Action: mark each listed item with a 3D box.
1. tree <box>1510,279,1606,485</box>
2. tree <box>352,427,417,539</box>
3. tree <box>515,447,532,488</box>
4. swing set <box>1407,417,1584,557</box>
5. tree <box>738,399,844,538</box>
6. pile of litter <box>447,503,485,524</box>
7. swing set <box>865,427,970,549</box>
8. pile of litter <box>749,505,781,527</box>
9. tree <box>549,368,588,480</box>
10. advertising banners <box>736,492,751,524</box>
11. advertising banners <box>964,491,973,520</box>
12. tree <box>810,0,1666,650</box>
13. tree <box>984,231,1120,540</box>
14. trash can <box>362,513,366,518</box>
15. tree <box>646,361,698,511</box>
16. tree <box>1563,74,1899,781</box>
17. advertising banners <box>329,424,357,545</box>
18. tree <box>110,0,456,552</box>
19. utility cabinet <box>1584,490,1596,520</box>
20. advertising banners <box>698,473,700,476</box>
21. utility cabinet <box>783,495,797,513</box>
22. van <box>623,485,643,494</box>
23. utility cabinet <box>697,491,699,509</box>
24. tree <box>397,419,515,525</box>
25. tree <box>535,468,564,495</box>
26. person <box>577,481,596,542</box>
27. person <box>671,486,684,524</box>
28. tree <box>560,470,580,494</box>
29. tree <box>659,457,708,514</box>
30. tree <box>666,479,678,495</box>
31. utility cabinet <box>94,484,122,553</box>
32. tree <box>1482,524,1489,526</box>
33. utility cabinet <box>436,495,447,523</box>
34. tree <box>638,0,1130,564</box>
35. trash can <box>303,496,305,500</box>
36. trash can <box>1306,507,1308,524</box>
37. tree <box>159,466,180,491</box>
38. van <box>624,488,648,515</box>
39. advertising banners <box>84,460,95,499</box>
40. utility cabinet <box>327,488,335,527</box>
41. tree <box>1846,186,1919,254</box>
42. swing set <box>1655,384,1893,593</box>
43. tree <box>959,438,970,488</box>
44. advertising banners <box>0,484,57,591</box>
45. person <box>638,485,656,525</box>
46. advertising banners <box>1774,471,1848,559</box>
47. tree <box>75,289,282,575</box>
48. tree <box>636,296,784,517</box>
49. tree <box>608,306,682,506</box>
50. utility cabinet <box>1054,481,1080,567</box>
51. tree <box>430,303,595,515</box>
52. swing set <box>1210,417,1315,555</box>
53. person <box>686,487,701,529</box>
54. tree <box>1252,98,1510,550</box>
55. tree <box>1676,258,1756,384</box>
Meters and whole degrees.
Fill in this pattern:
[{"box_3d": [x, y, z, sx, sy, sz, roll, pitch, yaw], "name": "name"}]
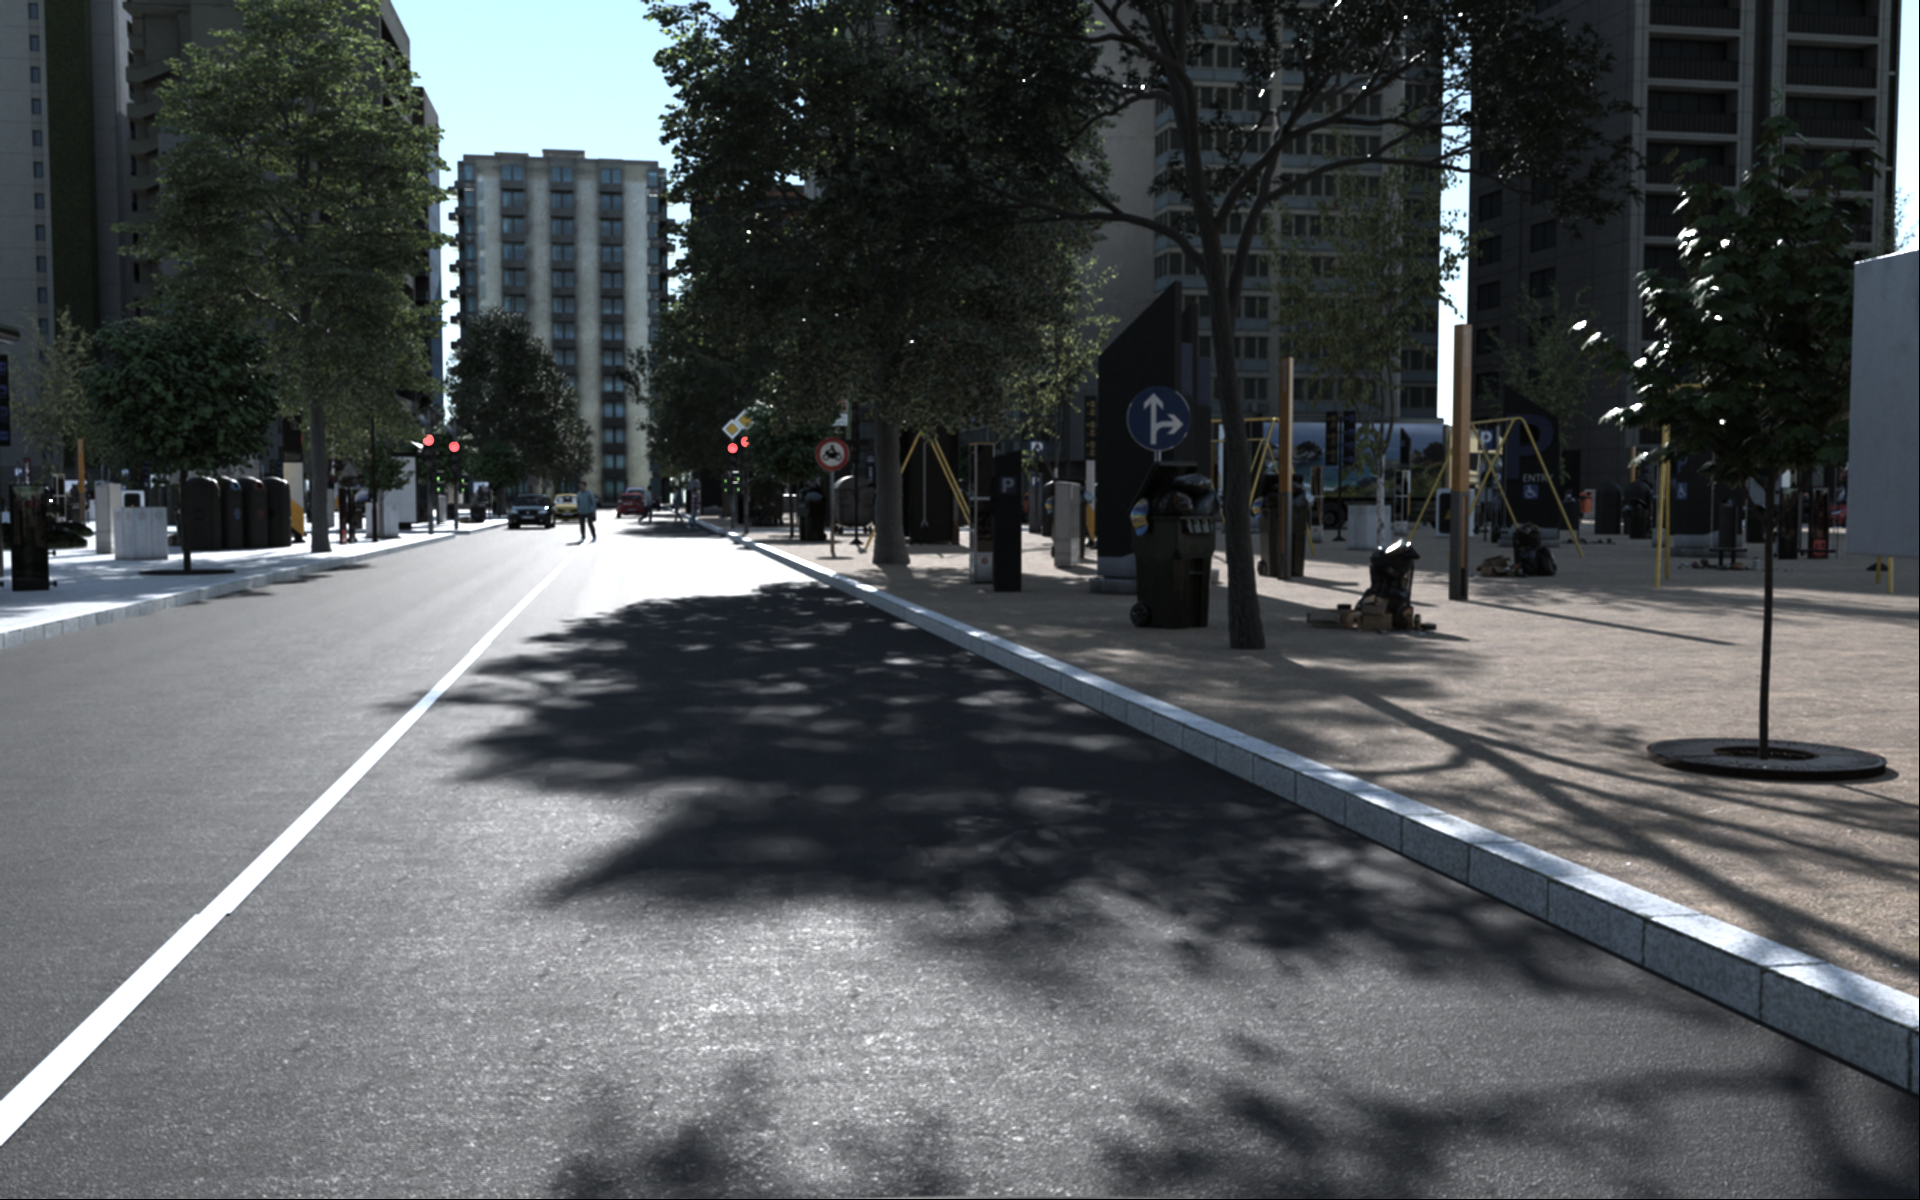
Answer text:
[{"box_3d": [19.911, -6.624, 58.666, 4.737, 8.622, 4.395, 0, 3, 0], "name": "tree"}, {"box_3d": [-16.599, -3.374, 49.764, 1.663, 3.219, 1.824, 0, 3, 0], "name": "tree"}, {"box_3d": [-24.865, -6.722, 93.626, 4.285, 4.588, 4.351, 0, 3, 0], "name": "tree"}, {"box_3d": [11.174, -2.383, 36.587, 2.862, 2.851, 3.119, 0, 4, -4], "name": "swing set"}, {"box_3d": [-4.985, -4.162, 51.767, 4.285, 4.588, 4.351, 0, 3, 0], "name": "tree"}, {"box_3d": [-21.558, -3.800, 76.097, 1.176, 0.858, 1.719, 2, 4, 23], "name": "pile of litter"}, {"box_3d": [-0.856, -2.690, 41.598, 2.862, 2.851, 3.119, 0, 4, -3], "name": "swing set"}, {"box_3d": [-7.871, -3.341, 68.596, 1.719, 0.858, 1.176, 2, 4, 35], "name": "pile of litter"}, {"box_3d": [-36.542, -14.313, 152.146, 7.486, 12.596, 7.792, 0, 3, 0], "name": "tree"}, {"box_3d": [-8.761, -4.828, 75.119, 2.074, 3.025, 0.090, -2, 4, -32], "name": "advertising banners"}, {"box_3d": [-0.244, -5.376, 84.084, 2.074, 3.025, 0.090, -2, 4, -25], "name": "advertising banners"}, {"box_3d": [2.197, -4.891, 14.382, 8.767, 10.594, 7.601, -3, 4, -38], "name": "tree"}, {"box_3d": [2.454, -5.996, 48.403, 4.360, 8.622, 3.978, 0, 3, 0], "name": "tree"}, {"box_3d": [-32.219, -5.034, 93.966, 0.748, 1.137, 0.748, 0, 3, 0], "name": "trash can"}, {"box_3d": [-19.355, -12.874, 128.619, 7.486, 12.596, 7.792, 0, 3, 0], "name": "tree"}, {"box_3d": [3.688, -0.828, 8.147, 1.663, 3.219, 1.824, 0, 3, 0], "name": "tree"}, {"box_3d": [-15.734, -2.932, 44.131, 0.090, 3.025, 2.074, 0, 4, -3], "name": "advertising banners"}, {"box_3d": [-14.385, -7.309, 37.624, 7.486, 12.596, 7.792, 0, 3, 0], "name": "tree"}, {"box_3d": [31.425, -4.696, 85.458, 1.173, 1.500, 0.318, 2, 4, 35], "name": "utility cabinet"}, {"box_3d": [-20.054, -8.740, 139.079, 2.074, 3.025, 0.090, -1, 4, -19], "name": "advertising banners"}, {"box_3d": [-11.679, -6.576, 118.676, 1.020, 1.237, 0.306, -2, 4, -24], "name": "utility cabinet"}, {"box_3d": [-29.760, -9.433, 158.608, 2.240, 2.365, 5.245, -1, 4, -10], "name": "van"}, {"box_3d": [-20.389, -7.780, 135.877, 0.318, 1.500, 1.173, 1, 4, 23], "name": "utility cabinet"}, {"box_3d": [-21.527, -5.373, 71.564, 4.285, 4.588, 4.351, 0, 3, 0], "name": "tree"}, {"box_3d": [-34.439, -11.824, 143.678, 4.737, 8.622, 4.395, 0, 3, 0], "name": "tree"}, {"box_3d": [-11.166, -2.651, 51.869, 0.660, 1.820, 0.620, 1, 4, 15], "name": "person"}, {"box_3d": [-13.397, -4.506, 82.202, 0.654, 1.822, 0.581, -2, 4, -27], "name": "person"}, {"box_3d": [-45.755, -15.422, 202.504, 4.360, 8.622, 3.978, 0, 3, 0], "name": "tree"}, {"box_3d": [-16.800, -9.879, 111.880, 4.737, 8.622, 4.395, 0, 3, 0], "name": "tree"}, {"box_3d": [-33.541, -12.730, 202.734, 1.663, 3.219, 1.824, 0, 3, 0], "name": "tree"}, {"box_3d": [-18.473, -1.766, 37.560, 0.318, 1.500, 1.173, -1, 4, -15], "name": "utility cabinet"}, {"box_3d": [21.176, -4.657, 70.737, 1.663, 3.219, 1.824, 0, 3, 0], "name": "tree"}, {"box_3d": [-22.936, -4.004, 76.630, 0.306, 1.237, 1.020, 0, 4, -7], "name": "utility cabinet"}, {"box_3d": [-1.268, -7.637, 31.524, 9.857, 13.997, 8.962, 0, 3, 0], "name": "tree"}, {"box_3d": [-44.074, -6.363, 115.683, 0.748, 1.137, 0.748, 0, 3, 0], "name": "trash can"}, {"box_3d": [11.529, -2.891, 58.926, 0.748, 1.137, 0.748, 0, 3, 0], "name": "trash can"}, {"box_3d": [-22.040, -3.382, 49.901, 1.663, 3.219, 1.824, 0, 3, 0], "name": "tree"}, {"box_3d": [-22.496, -6.934, 120.378, 2.013, 2.044, 4.112, -1, 4, -10], "name": "van"}, {"box_3d": [-44.214, -5.641, 88.418, 0.090, 3.025, 2.074, 1, 4, 14], "name": "advertising banners"}, {"box_3d": [-24.316, -3.546, 66.650, 0.318, 1.500, 1.173, -2, 4, -29], "name": "utility cabinet"}, {"box_3d": [22.694, -5.560, 41.275, 4.360, 8.622, 3.978, 0, 3, 0], "name": "tree"}, {"box_3d": [11.280, -1.632, 24.306, 3.119, 2.851, 2.862, 2, 4, 25], "name": "swing set"}, {"box_3d": [-0.895, -6.874, 96.099, 4.285, 4.588, 4.351, 0, 3, 0], "name": "tree"}, {"box_3d": [-12.825, -1.603, 22.389, 0.090, 3.025, 2.074, 3, 5, 41], "name": "advertising banners"}, {"box_3d": [-14.652, -4.445, 81.027, 0.795, 1.843, 0.661, -2, 4, -30], "name": "person"}, {"box_3d": [16.993, -2.329, 34.265, 2.074, 3.025, 0.090, -1, 4, -19], "name": "advertising banners"}, {"box_3d": [-12.563, -2.713, 28.072, 4.285, 4.588, 4.351, 0, 3, 0], "name": "tree"}, {"box_3d": [-13.155, -10.977, 96.484, 9.611, 12.733, 9.660, 0, 3, 0], "name": "tree"}, {"box_3d": [-29.524, -19.629, 176.817, 12.611, 20.169, 13.585, 0, 3, 0], "name": "tree"}, {"box_3d": [1.912, -1.342, 30.624, 0.318, 1.500, 1.173, 1, 4, 12], "name": "utility cabinet"}, {"box_3d": [-27.540, -11.439, 104.043, 9.611, 12.733, 9.660, 0, 3, 0], "name": "tree"}, {"box_3d": [5.536, -2.361, 36.220, 2.862, 2.851, 3.119, -3, 5, -44], "name": "swing set"}, {"box_3d": [-10.975, -3.793, 71.360, 0.643, 1.720, 0.563, -1, 4, -10], "name": "person"}, {"box_3d": [7.514, -4.978, 31.755, 4.737, 8.622, 4.395, 0, 3, 0], "name": "tree"}, {"box_3d": [22.430, -6.088, 49.909, 4.737, 8.622, 4.395, 0, 3, 0], "name": "tree"}]
